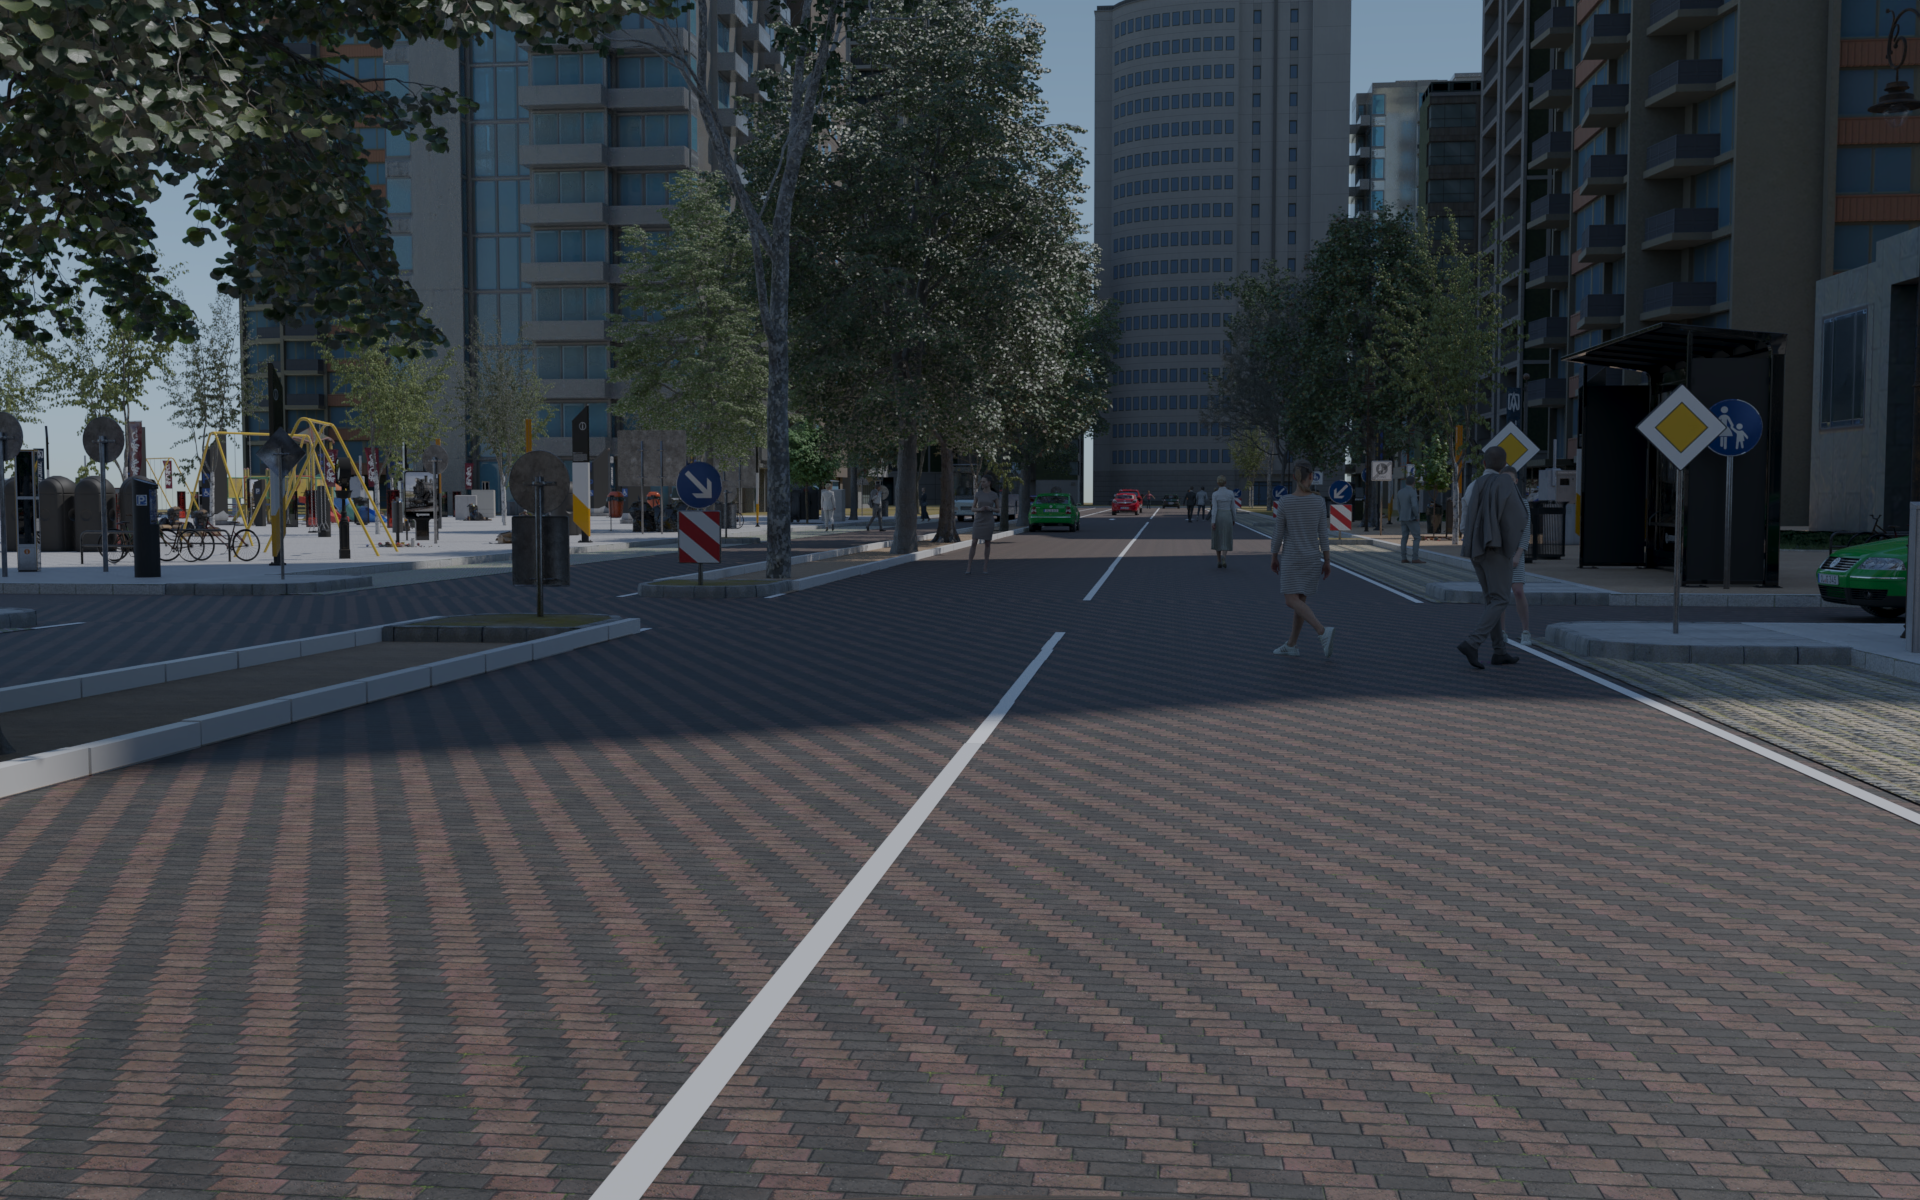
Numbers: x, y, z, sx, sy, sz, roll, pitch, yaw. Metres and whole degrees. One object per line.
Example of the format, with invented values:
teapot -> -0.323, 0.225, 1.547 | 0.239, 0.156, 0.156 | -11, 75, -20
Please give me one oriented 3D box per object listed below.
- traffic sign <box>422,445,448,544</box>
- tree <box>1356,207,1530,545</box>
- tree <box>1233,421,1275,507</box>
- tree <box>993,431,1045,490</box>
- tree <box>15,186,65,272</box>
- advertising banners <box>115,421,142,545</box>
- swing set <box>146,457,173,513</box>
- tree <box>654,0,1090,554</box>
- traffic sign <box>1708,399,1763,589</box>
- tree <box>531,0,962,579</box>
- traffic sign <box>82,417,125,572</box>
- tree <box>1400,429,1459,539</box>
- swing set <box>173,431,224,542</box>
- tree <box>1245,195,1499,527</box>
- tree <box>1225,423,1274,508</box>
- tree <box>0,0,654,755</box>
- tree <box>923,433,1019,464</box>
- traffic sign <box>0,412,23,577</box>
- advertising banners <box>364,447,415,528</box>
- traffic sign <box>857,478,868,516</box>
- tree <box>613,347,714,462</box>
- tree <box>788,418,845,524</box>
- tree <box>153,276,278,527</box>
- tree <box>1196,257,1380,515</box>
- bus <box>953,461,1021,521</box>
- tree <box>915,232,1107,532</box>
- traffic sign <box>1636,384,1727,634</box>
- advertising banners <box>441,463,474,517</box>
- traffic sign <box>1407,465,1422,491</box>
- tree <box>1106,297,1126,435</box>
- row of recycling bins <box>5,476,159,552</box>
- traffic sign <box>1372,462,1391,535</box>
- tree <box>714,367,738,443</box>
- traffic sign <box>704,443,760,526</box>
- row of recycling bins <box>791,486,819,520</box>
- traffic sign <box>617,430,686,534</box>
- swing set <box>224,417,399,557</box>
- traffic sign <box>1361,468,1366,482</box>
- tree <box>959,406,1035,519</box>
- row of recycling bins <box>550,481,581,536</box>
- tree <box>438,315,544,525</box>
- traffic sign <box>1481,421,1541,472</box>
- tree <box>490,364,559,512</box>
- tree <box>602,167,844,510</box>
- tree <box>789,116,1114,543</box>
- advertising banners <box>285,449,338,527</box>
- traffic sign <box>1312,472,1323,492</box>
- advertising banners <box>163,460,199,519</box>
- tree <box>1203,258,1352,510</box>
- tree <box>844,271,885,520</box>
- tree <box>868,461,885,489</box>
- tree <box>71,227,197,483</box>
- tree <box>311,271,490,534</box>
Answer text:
traffic sign -> -13.551, -2.727, 44.690 | 0.768, 2.556, 0.104 | 1, 4, 17
tree -> 12.390, -5.703, 43.602 | 4.737, 8.622, 4.395 | 0, 3, 0
tree -> 28.266, -13.275, 167.403 | 4.360, 8.622, 3.978 | 0, 3, 0
tree -> 3.161, -7.983, 83.341 | 4.360, 8.622, 3.978 | 0, 3, 0
tree -> -19.416, -5.048, 32.904 | 4.360, 8.622, 3.978 | 0, 3, 0
advertising banners -> -20.343, -2.788, 41.776 | 2.074, 3.025, 0.090 | 2, 4, 30
swing set -> -34.462, -4.706, 74.567 | 3.119, 2.851, 2.862 | 3, 5, 43
tree -> -1.321, -8.065, 40.970 | 9.857, 13.997, 8.962 | 0, 3, 0
traffic sign -> 10.351, -1.419, 23.308 | 0.768, 2.556, 0.104 | 1, 4, 15
tree -> -4.175, -10.482, 29.731 | 12.611, 20.169, 13.585 | 0, 3, 0
traffic sign -> -14.098, -1.737, 28.508 | 0.768, 2.556, 0.104 | 1, 4, 10
tree -> 13.887, -3.409, 50.344 | 1.663, 3.219, 1.824 | 0, 3, 0
swing set -> -17.862, -2.872, 44.582 | 2.862, 2.851, 3.119 | 2, 4, 30
tree -> 15.942, -9.177, 67.060 | 9.611, 12.733, 9.660 | 0, 3, 0
tree -> 26.723, -12.789, 159.462 | 4.737, 8.622, 4.395 | 0, 3, 0
tree -> -5.546, -6.110, 9.010 | 9.857, 13.997, 8.962 | 0, 3, 0
tree -> 1.920, -14.218, 142.839 | 12.009, 13.543, 11.850 | 0, 3, 0
traffic sign -> -14.809, -1.631, 26.776 | 0.768, 2.556, 0.104 | 1, 4, 14
advertising banners -> -21.315, -4.221, 65.204 | 2.074, 3.025, 0.090 | -2, 4, -26
traffic sign -> -5.699, -6.164, 100.782 | 0.884, 2.594, 0.081 | 1, 4, 9
tree -> -15.120, -8.211, 84.612 | 4.360, 8.622, 3.978 | 0, 3, 0
tree -> -6.607, -5.555, 74.540 | 4.285, 4.588, 4.351 | 0, 3, 0
tree -> -25.524, -6.648, 59.061 | 4.360, 8.622, 3.978 | 0, 3, 0
tree -> 18.154, -10.912, 88.774 | 12.009, 13.543, 11.850 | 0, 3, 0
bus -> 1.463, -6.070, 94.108 | 2.948, 3.499, 13.247 | 0, 4, 8
tree -> 1.783, -8.417, 65.836 | 9.928, 11.665, 9.643 | 0, 3, 0
traffic sign -> 6.579, -0.748, 15.867 | 0.795, 2.450, 0.064 | 0, 4, 7
advertising banners -> -28.132, -6.147, 96.698 | 2.074, 3.025, 0.090 | -2, 4, -34
traffic sign -> 15.703, -3.523, 59.733 | 0.606, 2.300, 0.079 | 1, 4, 16
tree -> 2.810, -10.206, 75.973 | 9.857, 13.997, 8.962 | 0, 3, 0
row of recycling bins -> -19.690, -1.934, 38.730 | 3.534, 1.692, 1.069 | 0, 4, 3
traffic sign -> 13.023, -3.144, 53.536 | 0.606, 2.300, 0.079 | 1, 4, 8
tree -> -13.964, -8.830, 94.726 | 4.360, 8.622, 3.978 | 0, 3, 0
traffic sign -> -9.068, -4.585, 68.831 | 2.265, 3.308, 0.079 | 1, 4, 11
row of recycling bins -> -8.185, -4.852, 86.444 | 1.069, 1.692, 3.534 | 2, 4, 26
traffic sign -> -9.833, -3.754, 55.251 | 2.265, 3.308, 0.079 | 1, 4, 9
swing set -> -13.600, -2.387, 36.642 | 2.862, 2.851, 3.119 | -1, 4, -10
traffic sign -> 19.192, -4.958, 81.161 | 0.768, 2.556, 0.104 | 1, 4, 11
tree -> 0.565, -6.470, 58.603 | 4.737, 8.622, 4.395 | 0, 3, 0
row of recycling bins -> -12.463, -2.927, 54.975 | 1.069, 1.692, 3.534 | 0, 4, -7
tree -> -18.722, -7.335, 70.294 | 4.360, 8.622, 3.978 | 0, 3, 0
traffic sign -> 7.542, -1.232, 23.794 | 0.795, 2.450, 0.064 | 0, 4, 7
tree -> -24.785, -9.003, 97.565 | 4.737, 8.622, 4.395 | 0, 3, 0
tree -> -8.889, -8.750, 61.188 | 7.486, 12.596, 7.792 | 0, 3, 0
tree -> -0.374, -8.032, 50.781 | 9.611, 12.733, 9.660 | 0, 3, 0
advertising banners -> -25.151, -4.338, 67.122 | 2.074, 3.025, 0.090 | -1, 4, -13
traffic sign -> 16.116, -4.668, 78.449 | 0.606, 2.300, 0.079 | 1, 4, 12
advertising banners -> -40.612, -5.760, 90.369 | 0.090, 3.025, 2.074 | 2, 4, 34
tree -> 25.453, -17.197, 137.055 | 12.611, 20.169, 13.585 | 0, 3, 0
tree -> -5.309, -10.258, 85.840 | 7.486, 12.596, 7.792 | 0, 3, 0
tree -> -4.281, -8.966, 96.958 | 4.360, 8.622, 3.978 | 0, 3, 0
tree -> -22.720, -5.876, 46.441 | 4.737, 8.622, 4.395 | 0, 3, 0
tree -> -18.316, -6.395, 54.923 | 4.737, 8.622, 4.395 | 0, 3, 0
